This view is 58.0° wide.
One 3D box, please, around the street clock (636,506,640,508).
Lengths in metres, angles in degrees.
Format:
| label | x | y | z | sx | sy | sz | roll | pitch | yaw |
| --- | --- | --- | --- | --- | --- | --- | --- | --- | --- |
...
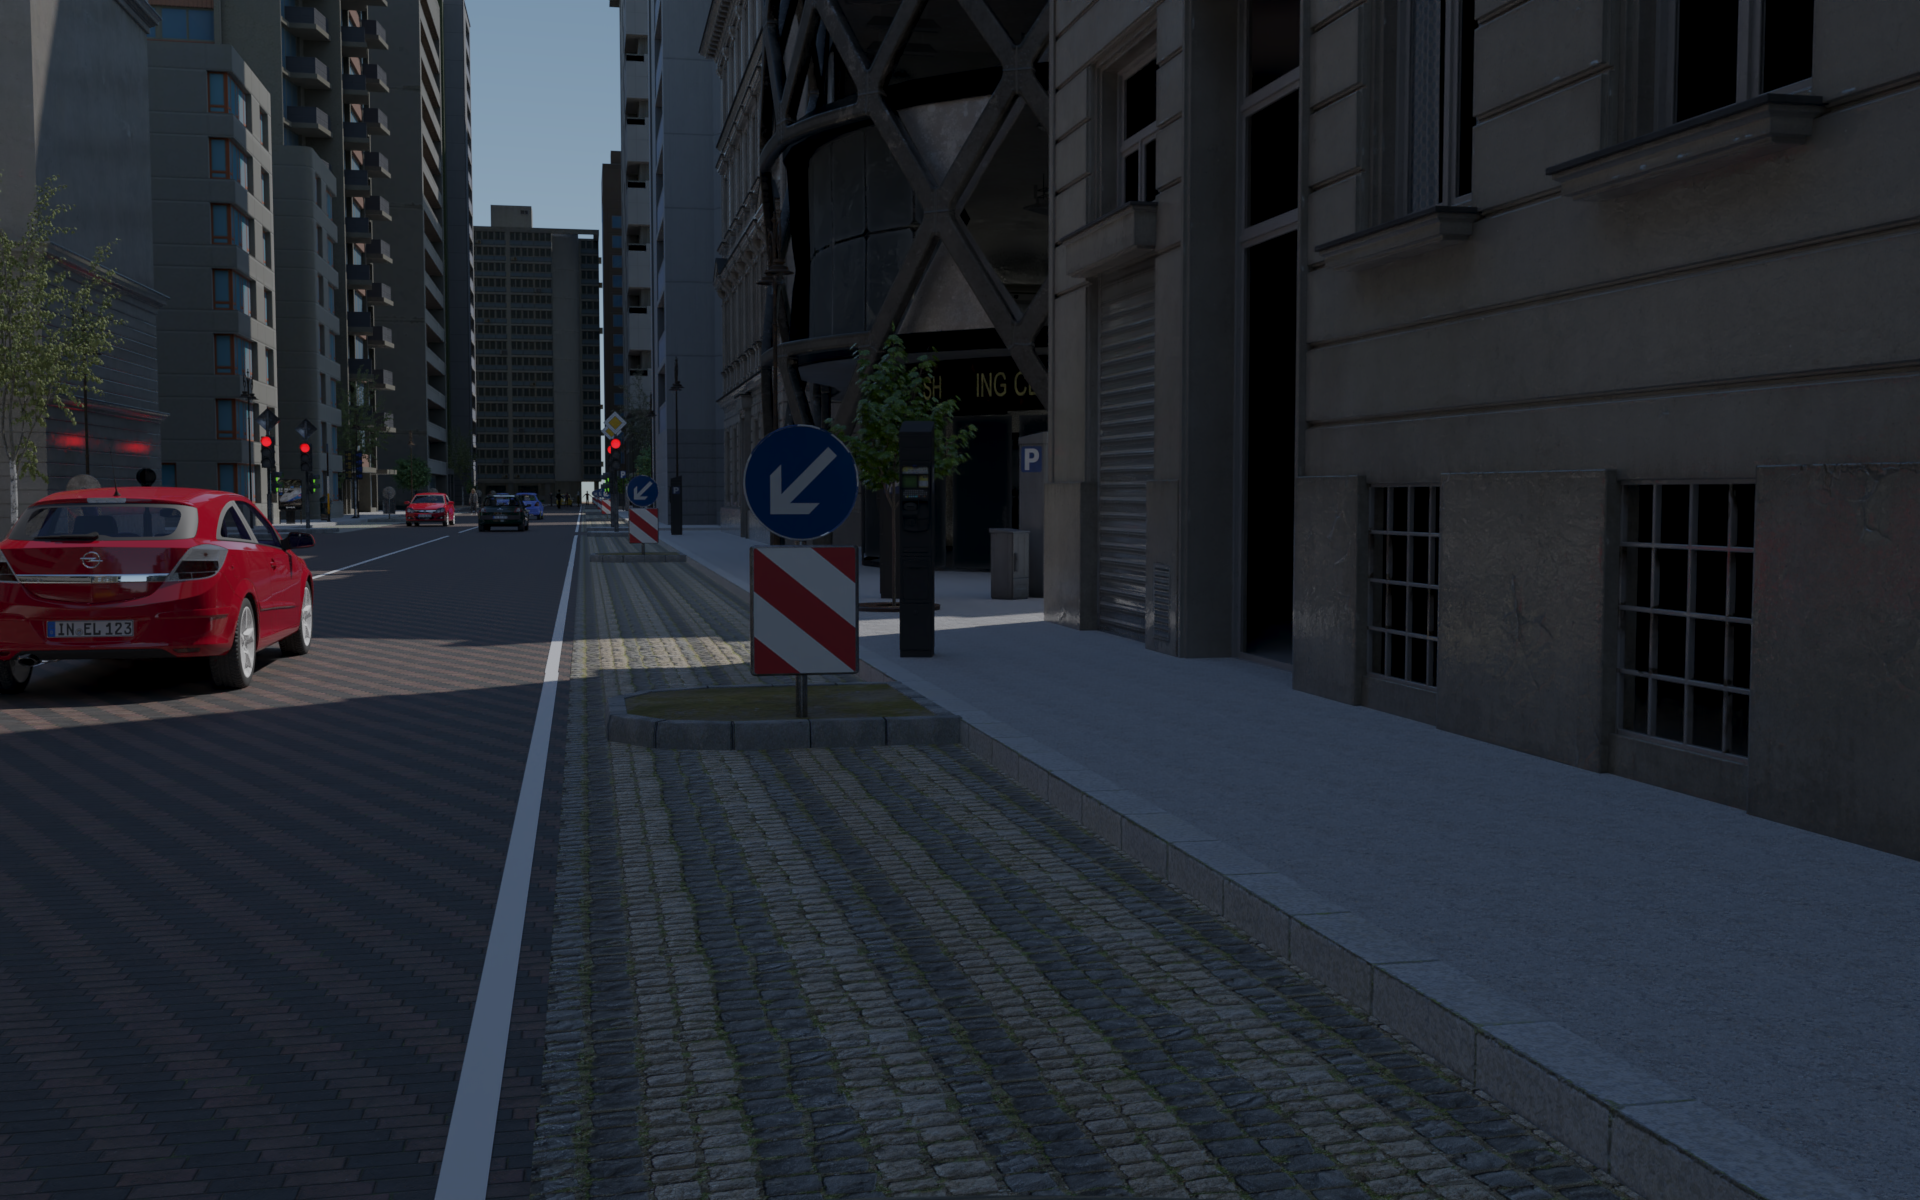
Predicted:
| label | x | y | z | sx | sy | sz | roll | pitch | yaw |
| --- | --- | --- | --- | --- | --- | --- | --- | --- | --- |
| street clock | -19.552 | -6.150 | 105.125 | 0.471 | 2.002 | 0.358 | -3 | 5 | -41 |

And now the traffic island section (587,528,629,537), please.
| label | x | y | z | sx | sy | sz | roll | pitch | yaw |
| --- | --- | --- | --- | --- | --- | --- | --- | --- | --- |
| traffic island section | -11.657 | -2.240 | 58.902 | 2.009 | 0.180 | 2.903 | -1 | 4 | -12 |

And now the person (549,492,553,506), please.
| label | x | y | z | sx | sy | sz | roll | pitch | yaw |
| --- | --- | --- | --- | --- | --- | --- | --- | --- | --- |
| person | -47.991 | -11.844 | 202.950 | 0.742 | 1.727 | 0.445 | 3 | 4 | 38 |

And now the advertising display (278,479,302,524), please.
| label | x | y | z | sx | sy | sz | roll | pitch | yaw |
| --- | --- | --- | --- | --- | --- | --- | --- | --- | --- |
| advertising display | -28.797 | -4.236 | 74.466 | 0.974 | 1.923 | 0.123 | -1 | 4 | -22 |

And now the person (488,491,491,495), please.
| label | x | y | z | sx | sy | sz | roll | pitch | yaw |
| --- | --- | --- | --- | --- | --- | --- | --- | --- | --- |
| person | -50.110 | -10.746 | 184.911 | 1.217 | 1.743 | 0.721 | -1 | 4 | -18 |

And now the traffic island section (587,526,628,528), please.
| label | x | y | z | sx | sy | sz | roll | pitch | yaw |
| --- | --- | --- | --- | --- | --- | --- | --- | --- | --- |
| traffic island section | -13.354 | -2.717 | 66.706 | 2.009 | 0.180 | 2.903 | -1 | 4 | -12 |

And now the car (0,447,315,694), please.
| label | x | y | z | sx | sy | sz | roll | pitch | yaw |
| --- | --- | --- | --- | --- | --- | --- | --- | --- | --- |
| car | -6.435 | -0.305 | 14.035 | 2.155 | 1.783 | 4.494 | -1 | 4 | -12 |

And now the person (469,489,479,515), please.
| label | x | y | z | sx | sy | sz | roll | pitch | yaw |
| --- | --- | --- | --- | --- | --- | --- | --- | --- | --- |
| person | -33.238 | -6.722 | 118.585 | 0.709 | 1.800 | 0.728 | 1 | 4 | 8 |

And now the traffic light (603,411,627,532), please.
| label | x | y | z | sx | sy | sz | roll | pitch | yaw |
| --- | --- | --- | --- | --- | --- | --- | --- | --- | --- |
| traffic light | -11.699 | -4.273 | 58.780 | 0.839 | 4.253 | 0.868 | -1 | 4 | -12 |

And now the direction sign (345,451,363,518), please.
| label | x | y | z | sx | sy | sz | roll | pitch | yaw |
| --- | --- | --- | --- | --- | --- | --- | --- | --- | --- |
| direction sign | -31.914 | -6.069 | 91.220 | 0.876 | 3.537 | 0.379 | -2 | 4 | -29 |

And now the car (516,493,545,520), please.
| label | x | y | z | sx | sy | sz | roll | pitch | yaw |
| --- | --- | --- | --- | --- | --- | --- | --- | --- | --- |
| car | -24.335 | -5.364 | 97.285 | 1.945 | 1.707 | 3.694 | -1 | 4 | -11 |

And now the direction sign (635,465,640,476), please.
| label | x | y | z | sx | sy | sz | roll | pitch | yaw |
| --- | --- | --- | --- | --- | --- | --- | --- | --- | --- |
| direction sign | -25.120 | -8.797 | 135.834 | 0.379 | 3.537 | 0.876 | 2 | 4 | 32 |

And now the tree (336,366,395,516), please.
| label | x | y | z | sx | sy | sz | roll | pitch | yaw |
| --- | --- | --- | --- | --- | --- | --- | --- | --- | --- |
| tree | -34.607 | -9.100 | 99.153 | 4.737 | 8.622 | 4.395 | 0 | 3 | 0 |

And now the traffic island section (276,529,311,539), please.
| label | x | y | z | sx | sy | sz | roll | pitch | yaw |
| --- | --- | --- | --- | --- | --- | --- | --- | --- | --- |
| traffic island section | -22.546 | -2.096 | 56.548 | 2.009 | 0.180 | 2.903 | -1 | 4 | -12 |

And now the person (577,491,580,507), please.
| label | x | y | z | sx | sy | sz | roll | pitch | yaw |
| --- | --- | --- | --- | --- | --- | --- | --- | --- | --- |
| person | -43.382 | -11.455 | 196.520 | 0.721 | 1.736 | 1.217 | 0 | 4 | -7 |

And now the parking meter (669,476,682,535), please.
| label | x | y | z | sx | sy | sz | roll | pitch | yaw |
| --- | --- | --- | --- | --- | --- | --- | --- | --- | --- |
| parking meter | -8.914 | -2.972 | 54.310 | 0.399 | 1.863 | 0.255 | -1 | 4 | -10 |

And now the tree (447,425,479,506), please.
| label | x | y | z | sx | sy | sz | roll | pitch | yaw |
| --- | --- | --- | --- | --- | --- | --- | --- | --- | --- |
| tree | -53.093 | -14.316 | 184.425 | 4.737 | 8.622 | 4.395 | 0 | 3 | 0 |

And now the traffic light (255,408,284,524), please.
| label | x | y | z | sx | sy | sz | roll | pitch | yaw |
| --- | --- | --- | --- | --- | --- | --- | --- | --- | --- |
| traffic light | -22.505 | -4.129 | 56.423 | 0.839 | 4.253 | 0.868 | -1 | 4 | -12 |

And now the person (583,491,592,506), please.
| label | x | y | z | sx | sy | sz | roll | pitch | yaw |
| --- | --- | --- | --- | --- | --- | --- | --- | --- | --- |
| person | -45.354 | -12.378 | 210.835 | 1.348 | 1.831 | 0.705 | -2 | 4 | -32 |

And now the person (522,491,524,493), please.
| label | x | y | z | sx | sy | sz | roll | pitch | yaw |
| --- | --- | --- | --- | --- | --- | --- | --- | --- | --- |
| person | -45.390 | -10.429 | 179.732 | 1.217 | 1.735 | 0.721 | -2 | 4 | -27 |

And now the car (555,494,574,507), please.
| label | x | y | z | sx | sy | sz | roll | pitch | yaw |
| --- | --- | --- | --- | --- | --- | --- | --- | --- | --- |
| car | -44.060 | -11.173 | 192.899 | 2.015 | 1.641 | 3.980 | -1 | 4 | -12 |

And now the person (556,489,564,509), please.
| label | x | y | z | sx | sy | sz | roll | pitch | yaw |
| --- | --- | --- | --- | --- | --- | --- | --- | --- | --- |
| person | -37.468 | -9.414 | 162.046 | 0.705 | 1.869 | 1.348 | -3 | 5 | -43 |

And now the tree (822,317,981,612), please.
| label | x | y | z | sx | sy | sz | roll | pitch | yaw |
| --- | --- | --- | --- | --- | --- | --- | --- | --- | --- |
| tree | -0.830 | -1.498 | 19.100 | 1.663 | 3.219 | 1.824 | 0 | 3 | 0 |

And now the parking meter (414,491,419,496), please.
| label | x | y | z | sx | sy | sz | roll | pitch | yaw |
| --- | --- | --- | --- | --- | --- | --- | --- | --- | --- |
| parking meter | -43.113 | -7.890 | 137.405 | 0.372 | 1.533 | 0.369 | 0 | 3 | 0 |

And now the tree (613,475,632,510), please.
| label | x | y | z | sx | sy | sz | roll | pitch | yaw |
| --- | --- | --- | --- | --- | --- | --- | --- | --- | --- |
| tree | -28.447 | -9.274 | 146.237 | 1.663 | 3.219 | 1.824 | 0 | 3 | 0 |

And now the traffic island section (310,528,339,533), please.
| label | x | y | z | sx | sy | sz | roll | pitch | yaw |
| --- | --- | --- | --- | --- | --- | --- | --- | --- | --- |
| traffic island section | -24.243 | -2.573 | 64.352 | 2.009 | 0.180 | 2.903 | -1 | 4 | -12 |

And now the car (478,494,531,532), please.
| label | x | y | z | sx | sy | sz | roll | pitch | yaw |
| --- | --- | --- | --- | --- | --- | --- | --- | --- | --- |
| car | -17.725 | -3.518 | 67.310 | 2.009 | 1.686 | 4.222 | -1 | 4 | -11 |

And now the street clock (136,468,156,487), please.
| label | x | y | z | sx | sy | sz | roll | pitch | yaw |
| --- | --- | --- | --- | --- | --- | --- | --- | --- | --- |
| street clock | -22.867 | -2.700 | 48.714 | 0.358 | 2.002 | 0.471 | 3 | 5 | 42 |

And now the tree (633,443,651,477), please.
| label | x | y | z | sx | sy | sz | roll | pitch | yaw |
| --- | --- | --- | --- | --- | --- | --- | --- | --- | --- |
| tree | -16.239 | -6.819 | 95.197 | 4.285 | 4.588 | 4.351 | 0 | 3 | 0 |

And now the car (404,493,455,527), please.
| label | x | y | z | sx | sy | sz | roll | pitch | yaw |
| --- | --- | --- | --- | --- | --- | --- | --- | --- | --- |
| car | -23.824 | -4.212 | 77.913 | 2.155 | 1.783 | 4.494 | -1 | 4 | -11 |

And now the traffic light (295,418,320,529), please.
| label | x | y | z | sx | sy | sz | roll | pitch | yaw |
| --- | --- | --- | --- | --- | --- | --- | --- | --- | --- |
| traffic light | -24.201 | -4.606 | 64.226 | 0.839 | 4.253 | 0.868 | -1 | 4 | -12 |

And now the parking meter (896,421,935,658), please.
| label | x | y | z | sx | sy | sz | roll | pitch | yaw |
| --- | --- | --- | --- | --- | --- | --- | --- | --- | --- |
| parking meter | -0.339 | -0.487 | 13.679 | 0.255 | 1.863 | 0.399 | 0 | 4 | 3 |

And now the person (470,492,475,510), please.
| label | x | y | z | sx | sy | sz | roll | pitch | yaw |
| --- | --- | --- | --- | --- | --- | --- | --- | --- | --- |
| person | -43.318 | -8.851 | 154.023 | 0.445 | 1.727 | 0.742 | 0 | 4 | 4 |

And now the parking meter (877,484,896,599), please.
| label | x | y | z | sx | sy | sz | roll | pitch | yaw |
| --- | --- | --- | --- | --- | --- | --- | --- | --- | --- |
| parking meter | -0.800 | -0.952 | 21.284 | 0.399 | 1.863 | 0.255 | 1 | 4 | 15 |

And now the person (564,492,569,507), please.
| label | x | y | z | sx | sy | sz | roll | pitch | yaw |
| --- | --- | --- | --- | --- | --- | --- | --- | --- | --- |
| person | -43.052 | -10.978 | 189.460 | 0.415 | 1.643 | 0.593 | 2 | 4 | 29 |

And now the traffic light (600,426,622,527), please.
| label | x | y | z | sx | sy | sz | roll | pitch | yaw |
| --- | --- | --- | --- | --- | --- | --- | --- | --- | --- |
| traffic light | -13.395 | -4.750 | 66.583 | 0.839 | 4.253 | 0.868 | -1 | 4 | -12 |

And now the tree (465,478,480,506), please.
| label | x | y | z | sx | sy | sz | roll | pitch | yaw |
| --- | --- | --- | --- | --- | --- | --- | --- | --- | --- |
| tree | -53.542 | -11.908 | 189.295 | 1.663 | 3.219 | 1.824 | 0 | 3 | 0 |

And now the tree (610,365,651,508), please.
| label | x | y | z | sx | sy | sz | roll | pitch | yaw |
| --- | --- | --- | --- | --- | --- | --- | --- | --- | --- |
| tree | -17.866 | -9.133 | 99.689 | 4.360 | 8.622 | 3.978 | 0 | 3 | 0 |
